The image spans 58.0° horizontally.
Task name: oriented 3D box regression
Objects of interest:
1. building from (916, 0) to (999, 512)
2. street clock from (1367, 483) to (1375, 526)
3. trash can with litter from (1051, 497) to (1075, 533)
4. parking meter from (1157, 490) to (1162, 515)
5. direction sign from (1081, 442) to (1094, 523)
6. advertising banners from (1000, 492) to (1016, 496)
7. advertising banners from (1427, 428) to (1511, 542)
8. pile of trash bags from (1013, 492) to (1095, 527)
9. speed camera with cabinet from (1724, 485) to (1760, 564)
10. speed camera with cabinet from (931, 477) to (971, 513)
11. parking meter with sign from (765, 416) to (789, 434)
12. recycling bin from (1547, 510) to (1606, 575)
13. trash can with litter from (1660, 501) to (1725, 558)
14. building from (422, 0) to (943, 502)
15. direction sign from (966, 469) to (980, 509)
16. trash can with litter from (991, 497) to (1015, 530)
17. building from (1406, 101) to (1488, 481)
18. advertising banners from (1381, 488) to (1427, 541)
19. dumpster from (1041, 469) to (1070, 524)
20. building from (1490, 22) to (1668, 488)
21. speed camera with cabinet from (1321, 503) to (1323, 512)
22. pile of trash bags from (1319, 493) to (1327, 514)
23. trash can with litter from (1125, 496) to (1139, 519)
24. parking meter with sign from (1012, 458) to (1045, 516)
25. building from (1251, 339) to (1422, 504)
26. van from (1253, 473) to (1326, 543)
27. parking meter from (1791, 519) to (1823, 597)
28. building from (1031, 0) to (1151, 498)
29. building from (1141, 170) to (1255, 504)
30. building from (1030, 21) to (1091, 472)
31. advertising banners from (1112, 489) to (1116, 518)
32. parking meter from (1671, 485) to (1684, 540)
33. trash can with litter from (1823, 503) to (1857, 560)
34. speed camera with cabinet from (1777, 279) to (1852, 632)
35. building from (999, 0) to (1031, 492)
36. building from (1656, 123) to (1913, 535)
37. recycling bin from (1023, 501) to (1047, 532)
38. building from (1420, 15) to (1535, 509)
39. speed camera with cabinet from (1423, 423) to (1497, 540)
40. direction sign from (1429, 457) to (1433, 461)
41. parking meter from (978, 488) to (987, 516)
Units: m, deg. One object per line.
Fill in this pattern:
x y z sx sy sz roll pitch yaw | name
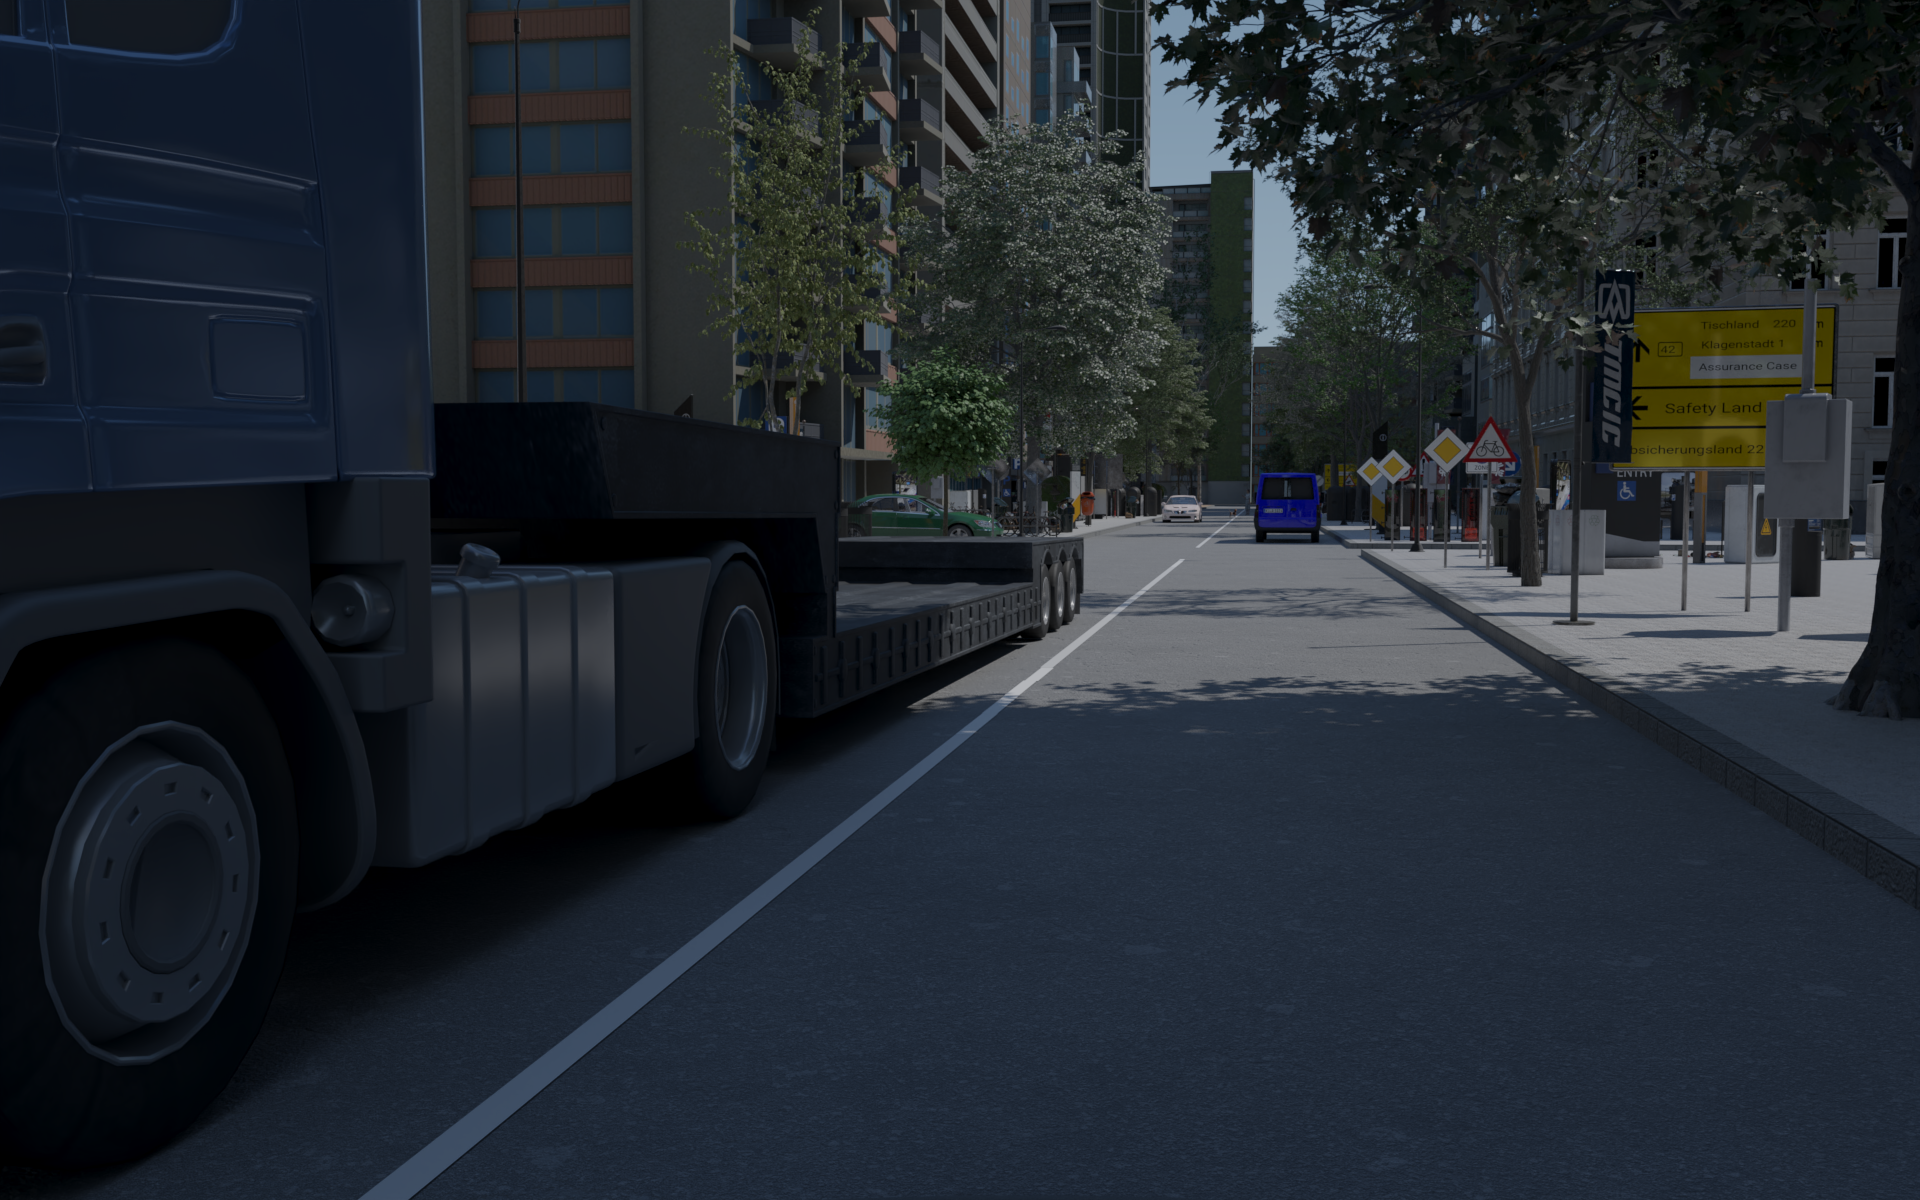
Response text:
-9.667 -29.619 107.968 21.300 48.544 21.600 1 4 10 | building
16.595 -3.985 69.722 0.358 2.002 0.471 3 5 40 | street clock
3.341 -2.820 57.491 0.624 1.170 1.055 -2 4 -33 | trash can with litter
12.223 -6.005 106.584 0.372 1.533 0.369 0 3 0 | parking meter
5.560 -5.111 75.567 0.379 3.537 0.876 -2 4 -35 | direction sign
3.052 -7.663 121.471 2.074 3.025 0.090 0 4 -5 | advertising banners
13.607 -3.059 46.195 2.074 3.025 0.090 0 4 3 | advertising banners
3.661 -3.598 68.586 3.447 1.369 1.912 1 4 15 | pile of trash bags
15.119 -2.319 32.245 2.038 3.252 0.660 -2 4 -32 | speed camera with cabinet
-0.483 -5.937 91.404 2.038 3.252 0.660 1 4 18 | speed camera with cabinet
-4.423 -2.561 38.132 0.543 3.016 1.738 1 4 23 | parking meter with sign
9.842 -0.928 27.725 0.722 1.027 0.722 0 4 -3 | recycling bin
15.375 -1.477 35.204 2.233 1.210 1.678 3 4 37 | trash can with litter
-12.958 -25.710 74.981 22.147 44.769 28.867 1 4 10 | building
0.629 -5.699 85.177 0.876 3.537 0.379 -3 4 -39 | direction sign
1.597 -3.071 61.594 1.055 1.170 0.624 3 5 43 | trash can with litter
55.035 -31.264 165.787 22.147 44.769 28.867 1 4 10 | building
12.483 -3.119 47.188 2.074 3.025 0.090 3 4 38 | advertising banners
3.731 -3.877 65.877 1.502 2.255 1.985 1 4 10 | dumpster
40.119 -19.453 94.476 17.030 29.872 44.131 1 4 10 | building
26.177 -7.701 120.249 2.038 3.252 0.660 1 4 21 | speed camera with cabinet
23.885 -6.414 114.616 1.912 1.369 3.447 1 4 15 | pile of trash bags
8.964 -4.842 90.546 0.624 1.170 1.055 1 4 16 | trash can with litter
3.513 -5.653 88.693 1.738 3.016 0.543 -3 4 -37 | parking meter with sign
52.762 -23.256 225.266 28.899 21.520 27.650 1 4 10 | building
9.992 -2.954 52.681 2.240 2.365 5.245 1 4 11 | van
10.589 -0.812 21.685 0.372 1.533 0.369 0 3 0 | parking meter
14.006 -48.278 227.604 20.611 71.187 20.563 1 4 10 | building
30.464 -32.927 221.948 14.086 41.232 14.154 1 4 10 | building
-2.170 -34.207 178.888 30.456 49.044 23.786 1 4 10 | building
8.518 -6.063 95.320 0.090 3.025 2.074 1 4 10 | advertising banners
20.071 -2.444 48.369 0.372 1.533 0.369 0 3 0 | parking meter
17.152 -1.375 33.869 0.624 1.170 1.055 3 4 37 | trash can with litter
8.503 -1.313 15.809 2.038 3.252 0.660 2 4 32 | speed camera with cabinet
-2.457 -29.465 131.868 14.600 45.320 14.200 1 4 10 | building
37.676 -15.932 57.749 25.104 27.353 12.463 1 4 10 | building
2.515 -2.836 58.928 0.722 1.027 0.722 -1 4 -21 | recycling bin
49.447 -50.299 135.065 22.319 86.520 31.000 1 4 10 | building
13.986 -3.298 48.255 2.038 3.252 0.660 1 4 19 | speed camera with cabinet
25.815 -6.304 95.070 0.379 3.537 0.876 0 4 3 | direction sign
0.970 -4.122 75.803 0.372 1.533 0.369 0 3 0 | parking meter
